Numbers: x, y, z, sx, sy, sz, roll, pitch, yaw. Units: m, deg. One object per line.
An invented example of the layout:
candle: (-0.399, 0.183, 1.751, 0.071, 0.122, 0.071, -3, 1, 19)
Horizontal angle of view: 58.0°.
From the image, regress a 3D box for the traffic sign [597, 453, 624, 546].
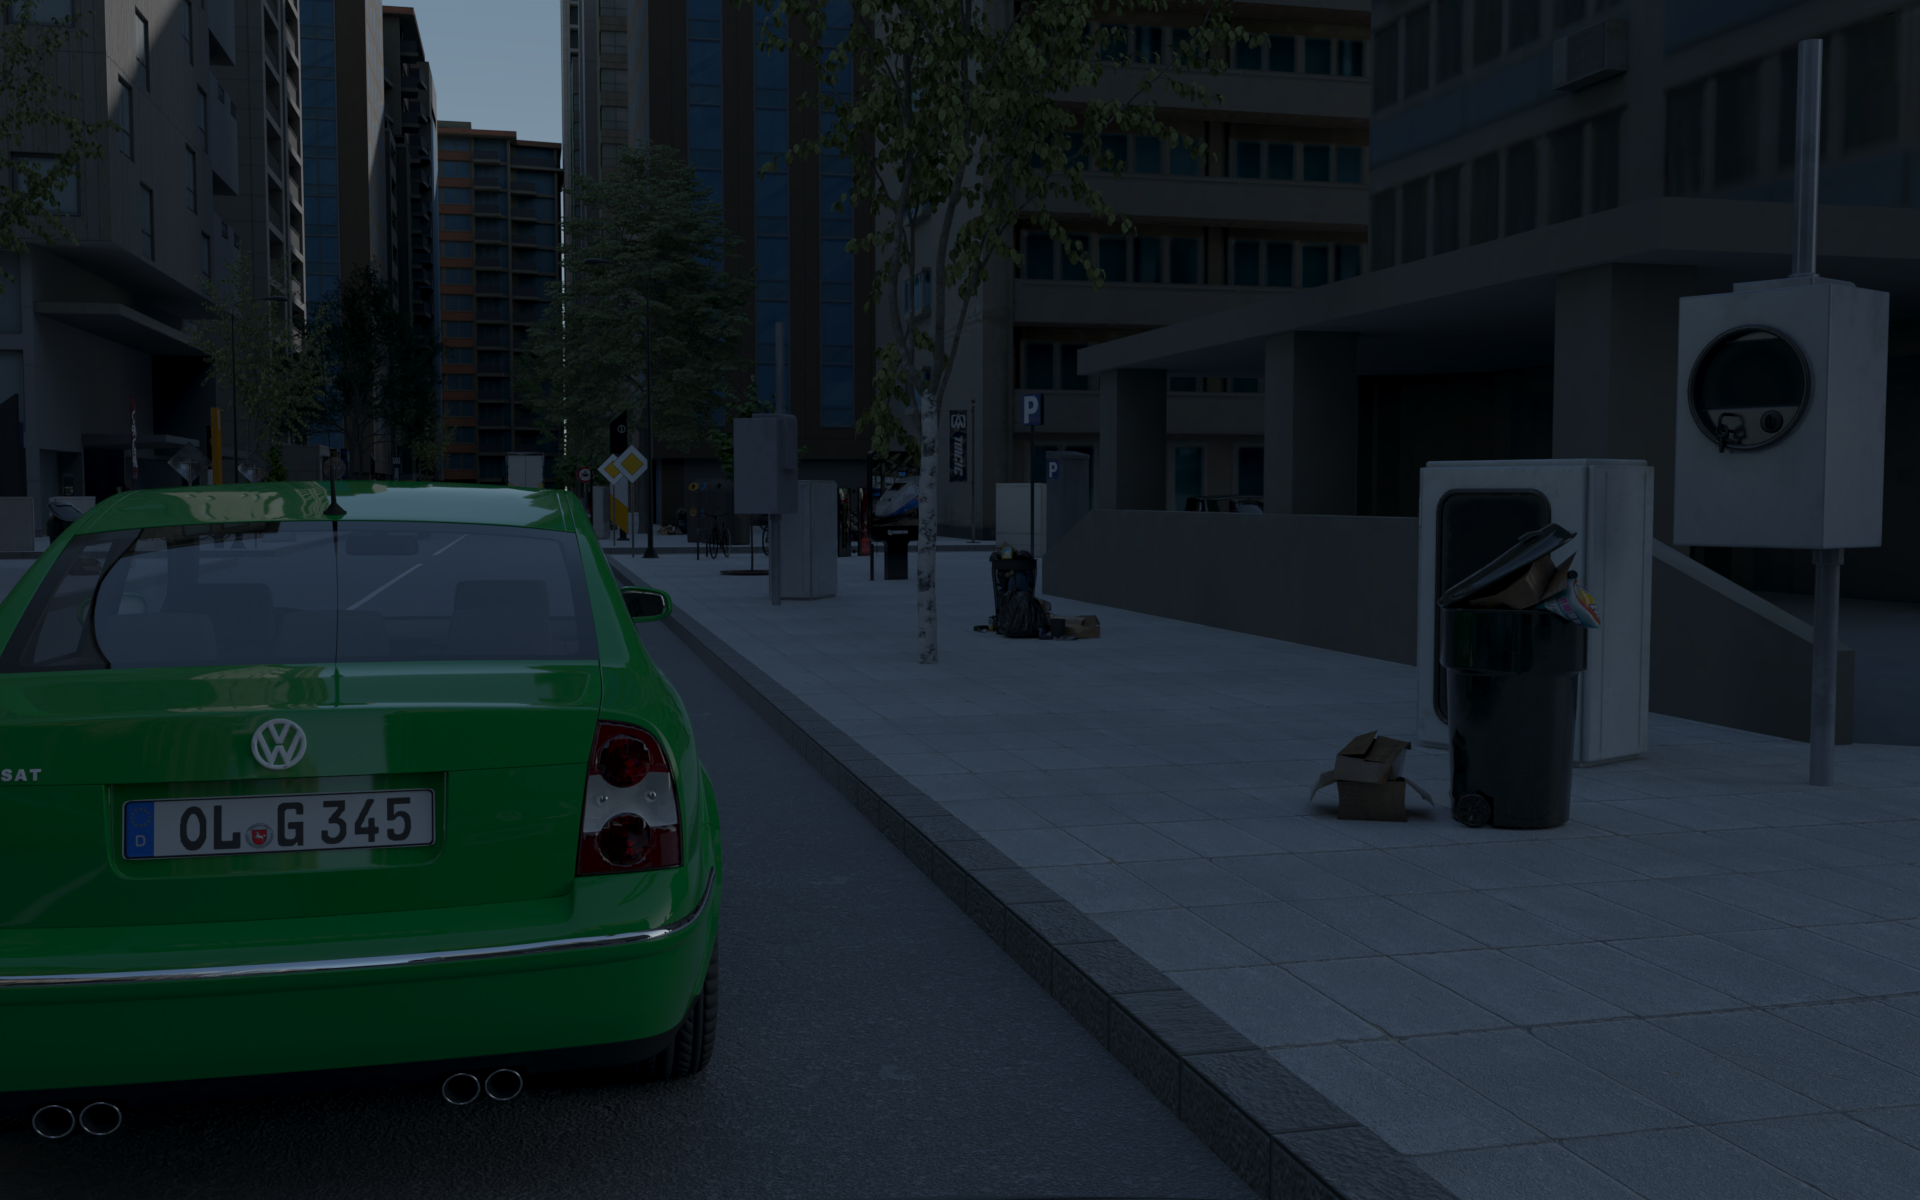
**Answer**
traffic sign: (-8.552, -2.394, 42.779, 0.795, 2.450, 0.064, -1, 4, -14)

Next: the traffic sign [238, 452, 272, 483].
traffic sign: (-16.607, -2.273, 40.805, 0.795, 2.450, 0.064, -1, 4, -14)

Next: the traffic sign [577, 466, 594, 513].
traffic sign: (-17.202, -4.860, 79.562, 0.768, 2.556, 0.104, 0, 4, -8)

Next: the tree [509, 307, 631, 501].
tree: (-20.549, -10.260, 93.502, 9.928, 11.665, 9.643, 0, 3, 0)

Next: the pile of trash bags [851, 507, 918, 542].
pile of trash bags: (-2.785, -2.253, 46.583, 3.447, 1.369, 1.912, -3, 5, -44)

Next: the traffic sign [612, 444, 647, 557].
traffic sign: (-6.625, -1.920, 35.029, 0.795, 2.450, 0.064, -1, 4, -14)

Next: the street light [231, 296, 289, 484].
street light: (-16.444, -4.166, 40.661, 1.470, 5.913, 1.316, -1, 4, -14)

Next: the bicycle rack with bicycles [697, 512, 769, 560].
bicycle rack with bicycles: (-4.128, -1.305, 34.724, 2.852, 0.926, 2.925, 0, 4, -2)

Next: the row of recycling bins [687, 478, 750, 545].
row of recycling bins: (-6.237, -2.307, 44.829, 1.069, 1.692, 3.534, -2, 4, -23)

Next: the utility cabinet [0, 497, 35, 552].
utility cabinet: (-21.331, -1.691, 38.813, 1.020, 1.237, 0.306, -2, 4, -24)

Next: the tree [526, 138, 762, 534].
tree: (-9.842, -8.420, 55.788, 7.486, 12.596, 7.792, 0, 3, 0)

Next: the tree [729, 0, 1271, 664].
tree: (-0.061, -3.834, 13.048, 4.737, 8.622, 4.395, 0, 3, 0)

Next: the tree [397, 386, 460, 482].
tree: (-35.871, -10.132, 116.028, 4.737, 8.622, 4.395, 0, 3, 0)

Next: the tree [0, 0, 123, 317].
tree: (-12.844, -4.358, 21.619, 4.737, 8.622, 4.395, 0, 3, 0)

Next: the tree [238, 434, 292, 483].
tree: (-21.870, -3.709, 55.241, 1.663, 3.219, 1.824, 0, 3, 0)

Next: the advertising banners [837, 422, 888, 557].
advertising banners: (-1.998, -2.426, 35.851, 0.090, 3.025, 2.074, 2, 4, 30)

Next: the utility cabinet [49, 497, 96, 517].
utility cabinet: (-21.812, -1.922, 42.583, 0.306, 1.237, 1.020, 2, 4, 33)

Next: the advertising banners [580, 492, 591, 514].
advertising banners: (-24.285, -7.192, 113.778, 2.074, 3.025, 0.090, 3, 5, 42)

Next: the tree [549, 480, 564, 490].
tree: (-42.759, -11.644, 184.985, 1.663, 3.219, 1.824, 0, 3, 0)

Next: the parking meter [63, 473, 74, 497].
parking meter: (-25.067, -2.631, 48.733, 0.255, 1.863, 0.399, -2, 4, -31)

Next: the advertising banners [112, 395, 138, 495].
advertising banners: (-14.443, -2.069, 30.014, 0.090, 3.025, 2.074, -1, 4, -15)

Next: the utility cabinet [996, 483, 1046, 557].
utility cabinet: (1.285, -1.630, 35.324, 1.173, 1.500, 0.318, 3, 5, 40)

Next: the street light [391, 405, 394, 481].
street light: (-28.087, -7.024, 87.391, 1.470, 5.913, 1.316, -1, 4, -14)

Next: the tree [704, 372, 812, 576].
tree: (-3.192, -2.020, 27.634, 1.663, 3.219, 1.824, 0, 3, 0)

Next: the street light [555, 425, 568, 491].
street light: (-15.209, -5.889, 68.818, 1.470, 5.913, 1.316, -1, 4, -14)

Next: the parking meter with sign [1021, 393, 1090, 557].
parking meter with sign: (1.933, -2.108, 30.720, 1.738, 3.016, 0.543, -3, 4, -36)

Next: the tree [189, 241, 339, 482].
tree: (-20.773, -6.189, 51.547, 4.737, 8.622, 4.395, 0, 3, 0)

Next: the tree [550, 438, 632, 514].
tree: (-17.085, -6.133, 83.996, 4.285, 4.588, 4.351, 0, 3, 0)

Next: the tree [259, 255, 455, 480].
tree: (-23.544, -8.122, 67.201, 7.601, 10.594, 8.767, 0, 4, 2)

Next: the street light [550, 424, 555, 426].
street light: (-26.777, -8.753, 115.656, 1.470, 5.913, 1.316, -1, 4, -14)

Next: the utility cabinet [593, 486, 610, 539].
utility cabinet: (-10.233, -2.496, 49.494, 0.318, 1.500, 1.173, 0, 4, -3)

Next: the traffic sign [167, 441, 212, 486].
traffic sign: (-14.680, -1.799, 33.055, 0.795, 2.450, 0.064, -1, 4, -14)

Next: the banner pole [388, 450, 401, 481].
banner pole: (-32.136, -6.623, 98.307, 0.863, 3.779, 0.401, -1, 4, -19)

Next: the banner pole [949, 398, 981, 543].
banner pole: (0.118, -3.385, 45.365, 0.863, 3.779, 0.401, 0, 4, -3)

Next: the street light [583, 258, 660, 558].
street light: (-6.729, -3.784, 34.417, 1.470, 5.913, 1.316, -1, 4, -14)
